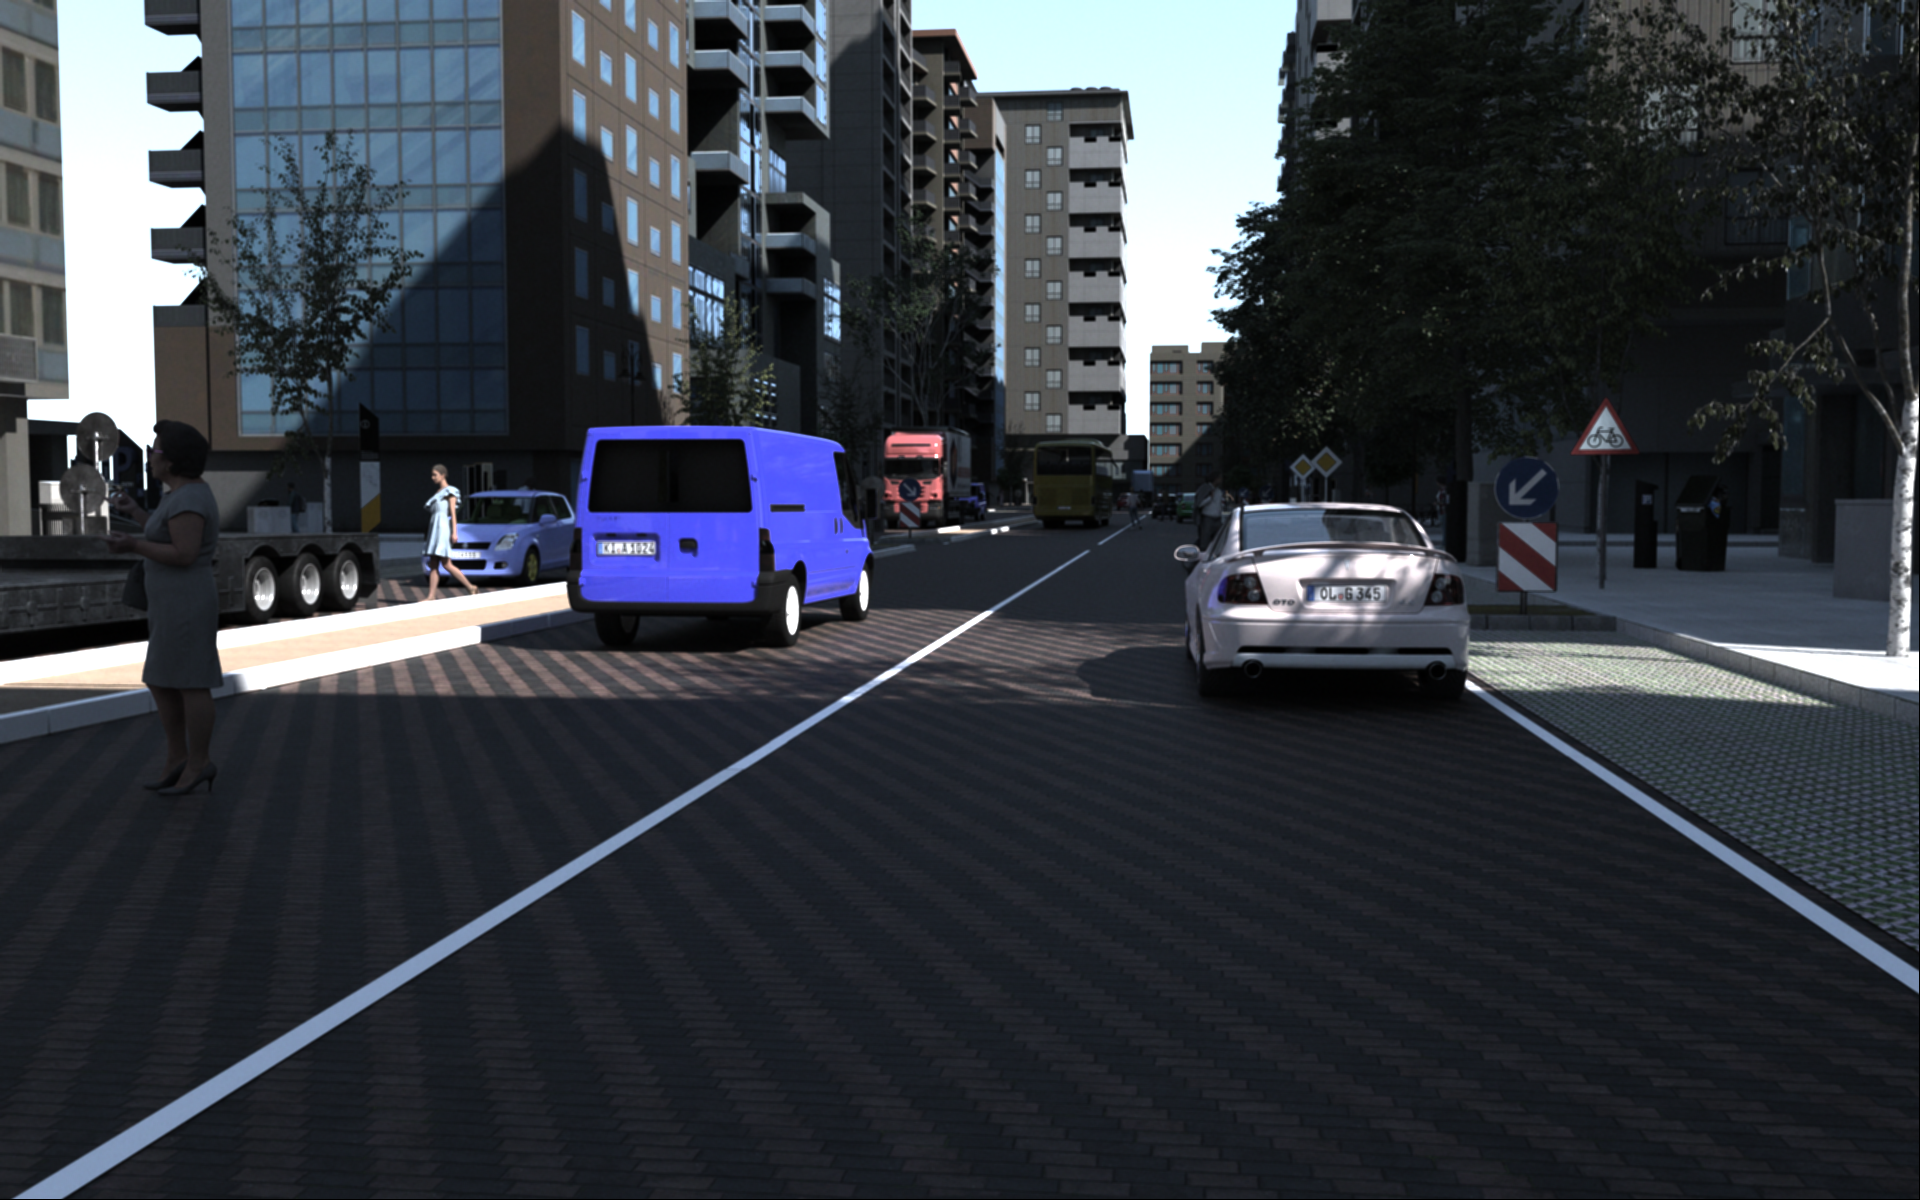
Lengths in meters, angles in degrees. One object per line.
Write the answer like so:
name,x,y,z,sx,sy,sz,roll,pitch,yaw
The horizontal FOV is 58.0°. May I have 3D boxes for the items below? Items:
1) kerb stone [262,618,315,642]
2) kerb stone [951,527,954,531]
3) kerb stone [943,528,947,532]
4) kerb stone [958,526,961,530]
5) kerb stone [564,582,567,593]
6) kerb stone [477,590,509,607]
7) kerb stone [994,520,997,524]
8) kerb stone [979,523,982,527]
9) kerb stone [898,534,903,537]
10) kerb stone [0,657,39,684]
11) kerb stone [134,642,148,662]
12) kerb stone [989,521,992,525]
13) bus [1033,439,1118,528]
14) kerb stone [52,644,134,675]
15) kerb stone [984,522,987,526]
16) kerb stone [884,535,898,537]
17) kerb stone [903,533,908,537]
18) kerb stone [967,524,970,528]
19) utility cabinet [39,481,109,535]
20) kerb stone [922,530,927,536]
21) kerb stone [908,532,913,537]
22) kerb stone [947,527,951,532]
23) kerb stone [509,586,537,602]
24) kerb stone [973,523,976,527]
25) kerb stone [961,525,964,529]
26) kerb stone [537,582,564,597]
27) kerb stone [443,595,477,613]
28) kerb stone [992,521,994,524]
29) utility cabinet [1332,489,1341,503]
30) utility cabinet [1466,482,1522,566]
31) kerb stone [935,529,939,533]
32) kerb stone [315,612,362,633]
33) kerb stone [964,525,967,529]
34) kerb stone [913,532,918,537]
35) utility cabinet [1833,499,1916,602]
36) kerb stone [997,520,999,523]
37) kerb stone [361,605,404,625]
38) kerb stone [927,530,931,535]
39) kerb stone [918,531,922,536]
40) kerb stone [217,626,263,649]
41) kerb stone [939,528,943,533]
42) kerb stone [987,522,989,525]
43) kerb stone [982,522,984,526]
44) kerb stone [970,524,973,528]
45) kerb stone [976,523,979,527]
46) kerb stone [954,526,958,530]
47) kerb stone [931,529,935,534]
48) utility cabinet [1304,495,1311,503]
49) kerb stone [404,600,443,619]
kerb stone,-6.722,0.308,17.161,0.120,0.150,1.000,0,4,7
kerb stone,-0.444,-2.708,66.511,0.120,0.150,1.000,0,4,7
kerb stone,-0.704,-2.585,64.476,0.120,0.150,1.000,0,4,7
kerb stone,-0.188,-2.834,68.539,0.120,0.150,1.000,0,4,7
kerb stone,-5.692,-0.189,25.291,0.120,0.150,1.000,0,4,7
kerb stone,-6.079,-0.001,22.239,0.120,0.150,1.000,0,4,7
kerb stone,1.498,-3.638,81.752,0.120,0.150,1.000,0,4,7
kerb stone,0.716,-3.269,75.645,0.120,0.150,1.000,0,4,7
kerb stone,-1.994,-1.962,54.319,0.120,0.150,1.000,0,4,7
kerb stone,-7.246,0.557,13.096,0.120,0.150,1.000,0,4,7
kerb stone,-6.987,0.432,15.130,0.120,0.150,1.000,0,4,7
kerb stone,1.241,-3.516,79.720,0.120,0.150,1.000,0,4,7
bus,5.149,-5.179,76.222,2.896,3.916,12.252,1,4,9
kerb stone,-7.109,0.494,14.111,0.120,0.150,1.000,0,4,7
kerb stone,0.969,-3.392,77.685,0.120,0.150,1.000,0,4,7
kerb stone,-2.128,-1.903,53.305,0.120,0.150,1.000,0,4,7
kerb stone,-1.867,-2.017,55.333,0.120,0.150,1.000,0,4,7
kerb stone,0.201,-3.021,71.586,0.120,0.150,1.000,0,4,7
utility cabinet,-15.491,-1.325,30.340,0.318,1.500,1.173,1,4,23
kerb stone,-1.349,-2.269,59.398,0.120,0.150,1.000,0,4,7
kerb stone,-1.736,-2.089,56.350,0.120,0.150,1.000,0,4,7
kerb stone,-0.577,-2.648,65.497,0.120,0.150,1.000,0,4,7
kerb stone,-5.956,-0.065,23.256,0.120,0.150,1.000,0,4,7
kerb stone,0.462,-3.145,73.616,0.120,0.150,1.000,0,4,7
kerb stone,-0.061,-2.897,69.554,0.120,0.150,1.000,0,4,7
kerb stone,-5.827,-0.127,24.270,0.120,0.150,1.000,0,4,7
kerb stone,-6.204,0.061,21.218,0.120,0.150,1.000,0,4,7
kerb stone,1.369,-3.580,80.734,0.120,0.150,1.000,0,4,7
utility cabinet,17.387,-4.405,80.700,0.318,1.500,1.173,-1,4,-11
utility cabinet,9.603,-1.362,30.953,1.173,1.500,0.318,-2,4,-29
kerb stone,-0.962,-2.462,62.441,0.120,0.150,1.000,0,4,7
kerb stone,-6.601,0.251,18.176,0.120,0.150,1.000,0,4,7
kerb stone,0.072,-2.959,70.570,0.120,0.150,1.000,0,4,7
kerb stone,-1.610,-2.151,57.367,0.120,0.150,1.000,0,4,7
utility cabinet,11.094,-0.603,21.028,0.306,1.237,1.020,-1,4,-13
kerb stone,1.619,-3.705,82.768,0.120,0.150,1.000,0,4,7
kerb stone,-6.472,0.187,19.191,0.120,0.150,1.000,0,4,7
kerb stone,-1.217,-2.337,60.411,0.120,0.150,1.000,0,4,7
kerb stone,-1.486,-2.212,58.385,0.120,0.150,1.000,0,4,7
kerb stone,-6.846,0.370,16.147,0.120,0.150,1.000,0,4,7
kerb stone,-0.832,-2.521,63.462,0.120,0.150,1.000,0,4,7
kerb stone,1.105,-3.456,78.698,0.120,0.150,1.000,0,4,7
kerb stone,0.846,-3.324,76.670,0.120,0.150,1.000,0,4,7
kerb stone,0.329,-3.083,72.600,0.120,0.150,1.000,0,4,7
kerb stone,0.589,-3.207,74.630,0.120,0.150,1.000,0,4,7
kerb stone,-0.314,-2.772,67.525,0.120,0.150,1.000,0,4,7
kerb stone,-1.091,-2.399,61.426,0.120,0.150,1.000,0,4,7
utility cabinet,16.930,-4.455,83.999,0.306,1.237,1.020,0,4,-3
kerb stone,-6.336,0.122,20.203,0.120,0.150,1.000,0,4,7
